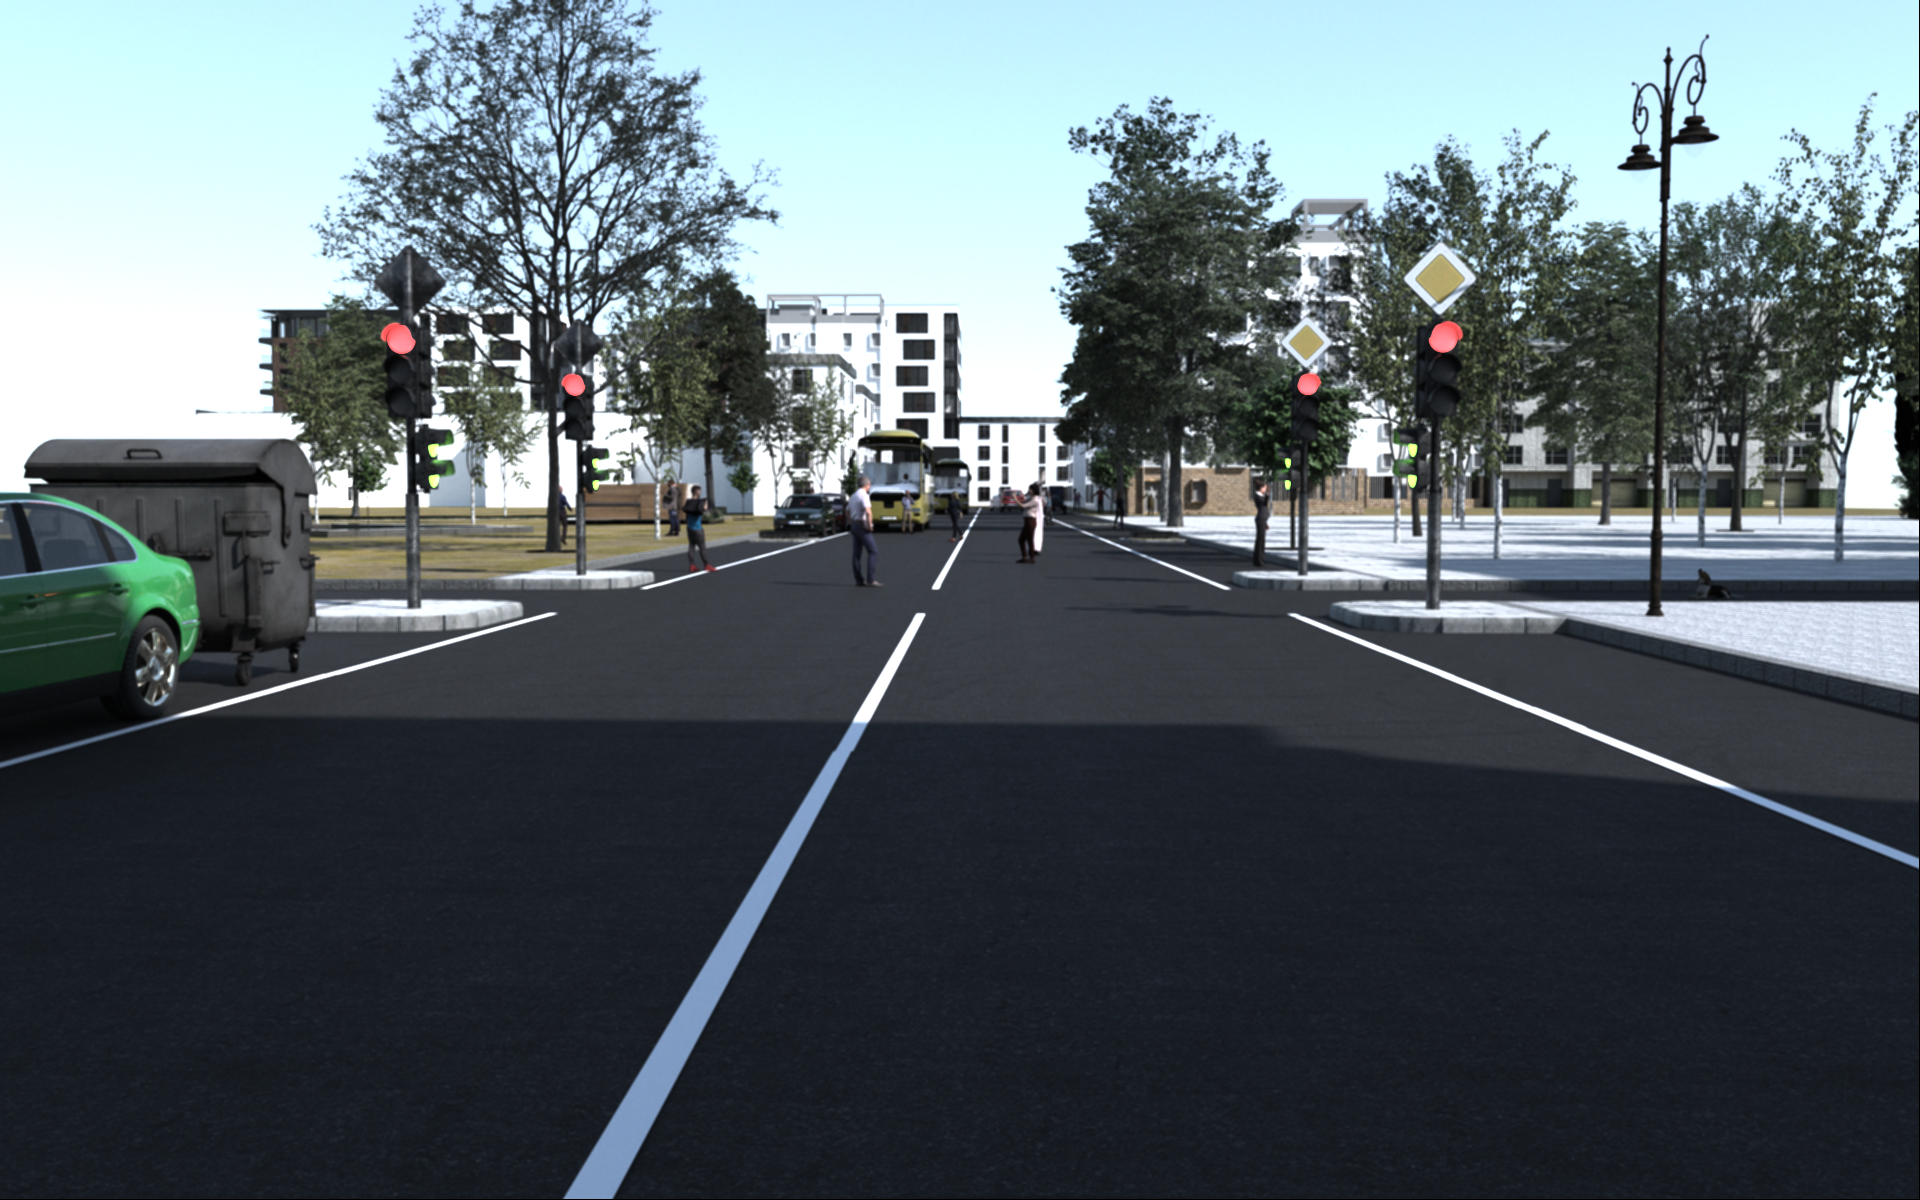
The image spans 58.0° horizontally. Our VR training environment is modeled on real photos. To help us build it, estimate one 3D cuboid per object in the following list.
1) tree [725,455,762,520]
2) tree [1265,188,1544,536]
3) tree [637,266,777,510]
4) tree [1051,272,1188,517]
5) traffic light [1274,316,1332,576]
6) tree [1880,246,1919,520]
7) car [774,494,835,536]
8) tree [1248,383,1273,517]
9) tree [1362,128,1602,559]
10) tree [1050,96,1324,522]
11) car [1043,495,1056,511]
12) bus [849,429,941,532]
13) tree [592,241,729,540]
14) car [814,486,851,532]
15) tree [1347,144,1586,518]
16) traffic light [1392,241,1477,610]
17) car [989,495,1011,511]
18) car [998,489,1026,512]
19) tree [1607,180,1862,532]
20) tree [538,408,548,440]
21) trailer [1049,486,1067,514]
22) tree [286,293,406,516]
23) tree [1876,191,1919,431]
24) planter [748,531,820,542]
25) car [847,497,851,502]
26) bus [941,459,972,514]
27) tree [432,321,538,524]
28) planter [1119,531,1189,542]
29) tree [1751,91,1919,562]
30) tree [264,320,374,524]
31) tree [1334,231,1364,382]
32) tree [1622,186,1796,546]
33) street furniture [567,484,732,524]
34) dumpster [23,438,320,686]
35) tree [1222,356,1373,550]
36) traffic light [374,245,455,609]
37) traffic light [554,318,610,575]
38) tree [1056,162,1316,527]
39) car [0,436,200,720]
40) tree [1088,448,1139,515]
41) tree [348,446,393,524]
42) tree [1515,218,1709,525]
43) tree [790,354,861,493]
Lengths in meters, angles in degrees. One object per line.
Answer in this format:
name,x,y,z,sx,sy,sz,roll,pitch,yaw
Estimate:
tree,-10.539,-5.542,85.206,1.663,3.219,1.824,0,3,0
tree,13.783,-7.224,52.532,8.767,10.594,7.601,-1,4,-19
tree,-13.955,-11.529,95.921,7.806,13.903,7.818,0,3,0
tree,8.877,-11.649,97.885,7.806,13.903,7.818,0,3,0
traffic light,5.377,-2.319,27.153,0.839,4.213,0.868,0,4,1
tree,55.715,-11.429,88.683,18.604,14.587,13.155,0,4,-6
car,-5.353,-3.063,59.874,2.009,1.686,4.222,0,4,3
tree,17.458,-9.050,98.325,4.737,8.622,4.395,0,3,0
tree,10.481,-5.133,34.294,4.737,8.622,4.395,0,3,0
tree,10.402,-13.747,80.647,12.611,20.169,13.585,0,3,0
car,7.142,-8.160,145.993,1.945,1.354,3.894,0,4,0
bus,-2.493,-4.749,69.193,2.896,3.916,12.252,0,4,1
tree,-8.559,-6.021,48.802,4.737,8.622,4.395,0,3,0
car,-5.198,-3.565,67.325,2.155,1.783,4.494,0,4,0
tree,27.092,-14.434,91.891,12.611,20.169,13.585,0,3,0
traffic light,5.246,-1.830,19.169,0.839,4.213,0.868,0,4,1
car,3.508,-8.383,149.422,2.083,1.381,4.827,0,4,1
car,4.166,-7.862,137.217,2.281,1.827,5.304,0,4,1
tree,26.352,-8.139,58.833,9.928,11.665,9.643,0,3,0
tree,-25.320,-8.957,96.810,4.737,8.622,4.395,0,3,0
trailer,6.856,-7.155,124.034,1.471,1.999,3.904,0,4,1
tree,-34.498,-11.045,98.715,7.486,12.596,7.792,0,3,0
tree,29.568,-7.976,48.540,7.486,12.596,7.792,0,3,0
planter,-5.291,-1.913,52.414,1.991,0.319,1.994,0,4,1
car,-4.812,-4.603,85.479,2.015,1.641,3.980,0,4,0
bus,-0.590,-8.164,125.020,2.896,3.916,12.252,0,4,1
tree,-20.870,-7.615,74.859,4.737,8.622,4.395,0,3,0
planter,5.832,-1.910,52.363,1.991,0.319,1.994,0,4,1
tree,16.966,-5.044,32.837,4.737,8.622,4.395,0,3,0
tree,-27.441,-7.580,74.303,4.737,8.622,4.395,0,3,0
tree,11.455,-5.769,44.689,4.737,8.622,4.395,0,3,0
tree,18.268,-5.633,42.469,4.360,8.622,3.978,0,3,0
street furniture,-12.751,-4.259,76.481,9.812,1.723,11.010,0,4,-2
dumpster,-6.056,-0.315,13.372,1.865,1.857,1.264,0,4,1
tree,7.787,-3.439,39.937,4.285,4.588,4.351,0,3,0
traffic light,-6.114,-1.841,19.340,0.839,4.213,0.868,0,4,1
traffic light,-5.983,-2.329,27.324,0.839,4.213,0.868,0,4,1
tree,8.485,-9.808,67.012,9.857,13.997,8.962,0,3,0
car,-6.061,-0.055,9.700,1.959,1.807,4.718,0,4,2
tree,9.386,-7.542,107.033,4.285,4.588,4.351,0,3,0
tree,-23.730,-4.572,69.346,1.663,3.219,1.824,0,3,0
tree,26.992,-9.418,72.112,7.486,12.596,7.792,0,3,0
tree,-7.311,-8.632,91.496,4.737,8.622,4.395,0,3,0
